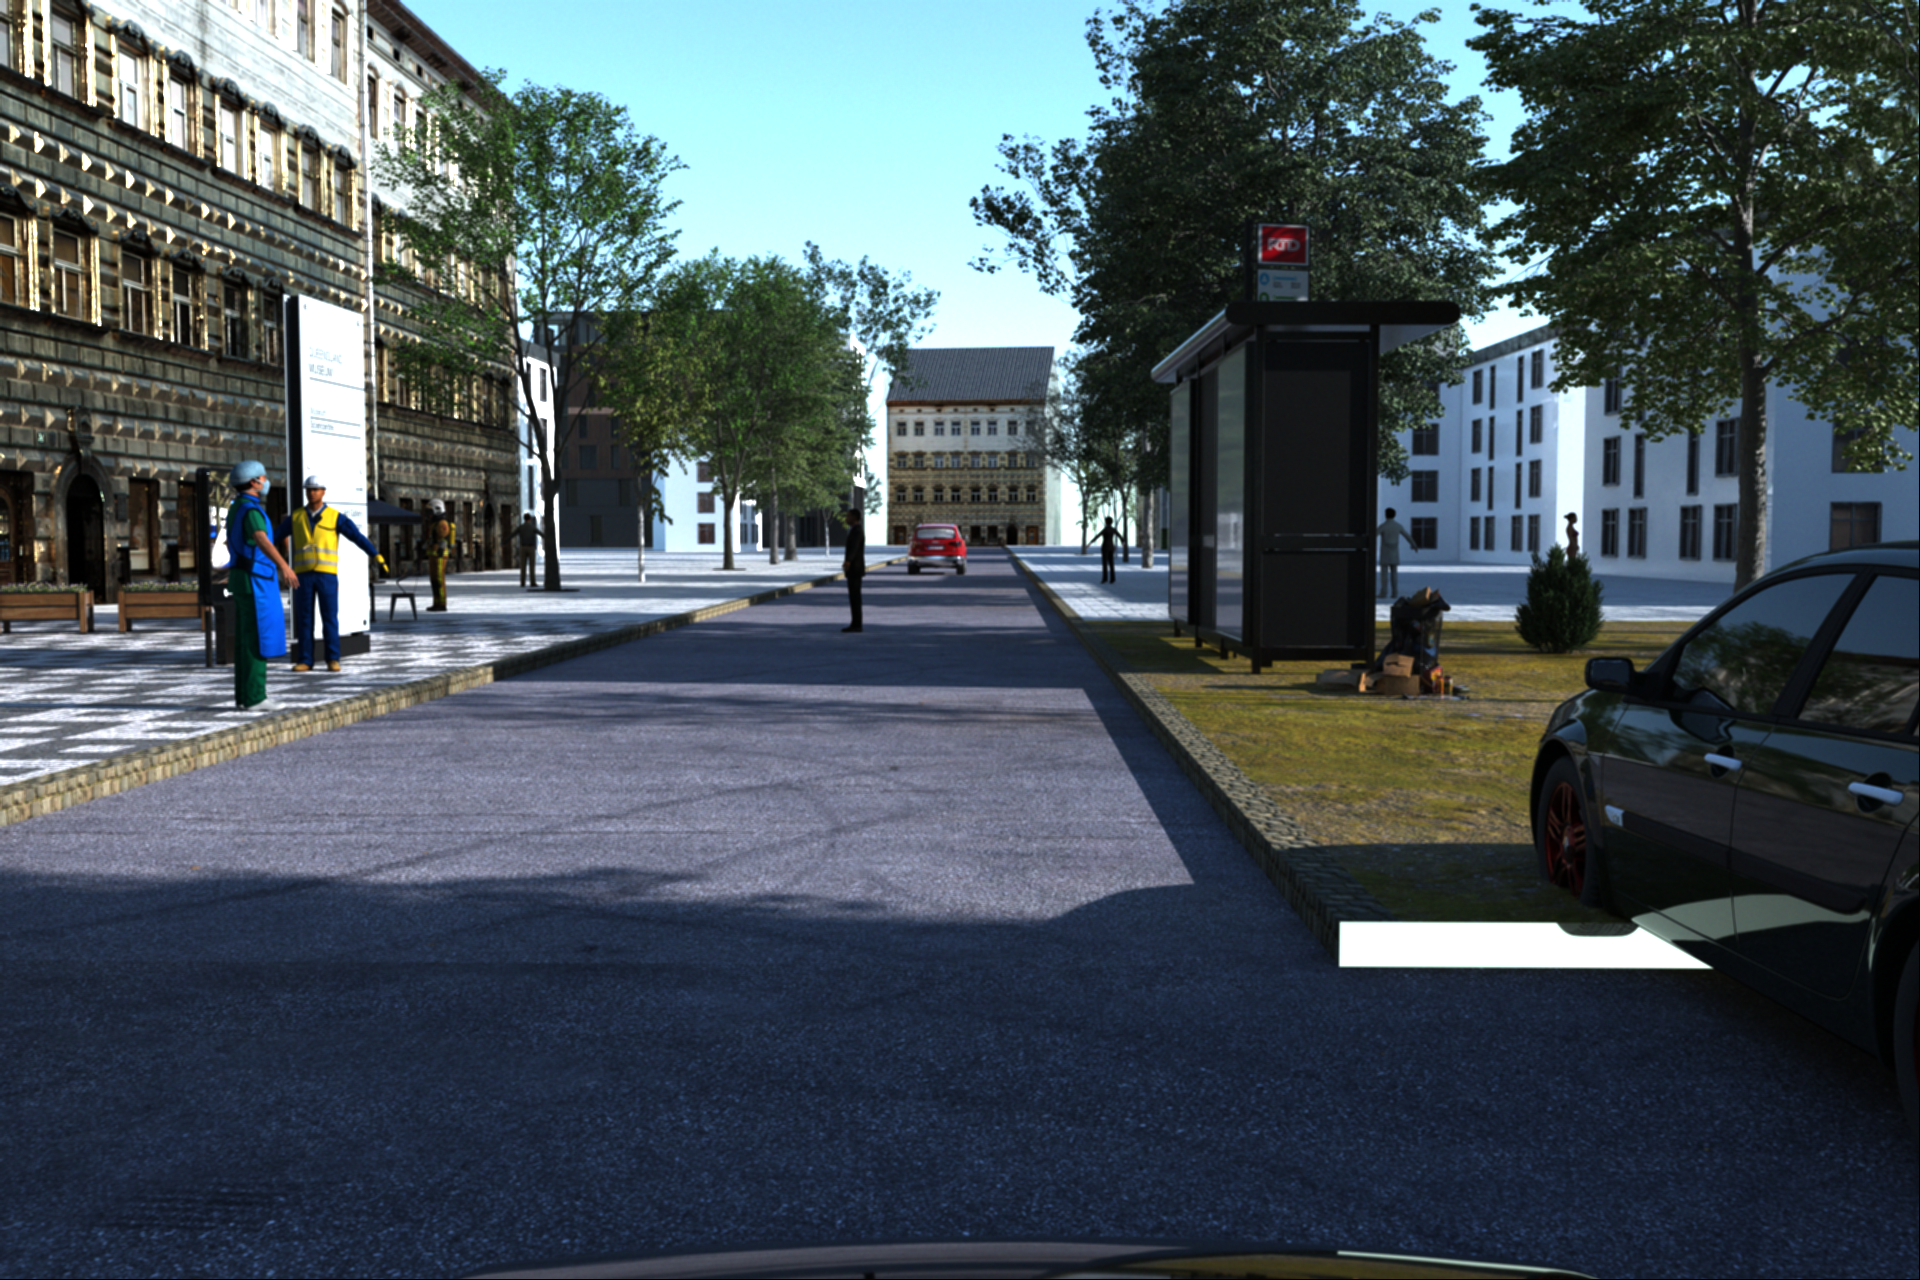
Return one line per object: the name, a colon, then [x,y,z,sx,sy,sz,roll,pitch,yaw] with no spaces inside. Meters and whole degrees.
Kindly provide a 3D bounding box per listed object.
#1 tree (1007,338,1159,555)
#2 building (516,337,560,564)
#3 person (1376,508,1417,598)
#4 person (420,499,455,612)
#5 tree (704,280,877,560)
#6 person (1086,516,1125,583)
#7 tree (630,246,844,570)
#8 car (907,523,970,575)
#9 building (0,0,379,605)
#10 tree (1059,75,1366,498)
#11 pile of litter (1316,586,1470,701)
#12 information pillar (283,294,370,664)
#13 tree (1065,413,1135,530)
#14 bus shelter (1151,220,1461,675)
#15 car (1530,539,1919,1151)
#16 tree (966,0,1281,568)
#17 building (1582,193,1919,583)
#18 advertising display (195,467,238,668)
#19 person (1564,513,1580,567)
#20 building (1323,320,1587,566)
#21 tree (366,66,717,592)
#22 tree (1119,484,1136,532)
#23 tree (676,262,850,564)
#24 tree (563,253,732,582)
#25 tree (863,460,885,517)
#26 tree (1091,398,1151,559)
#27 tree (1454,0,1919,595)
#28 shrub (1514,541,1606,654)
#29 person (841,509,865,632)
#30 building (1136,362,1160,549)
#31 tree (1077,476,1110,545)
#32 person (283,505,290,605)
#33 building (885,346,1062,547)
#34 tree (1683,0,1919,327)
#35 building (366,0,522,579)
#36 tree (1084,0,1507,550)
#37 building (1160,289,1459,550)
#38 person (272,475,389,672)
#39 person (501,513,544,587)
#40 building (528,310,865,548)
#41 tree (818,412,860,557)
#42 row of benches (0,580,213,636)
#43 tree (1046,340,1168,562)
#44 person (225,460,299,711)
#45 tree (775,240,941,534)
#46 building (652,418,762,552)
tree: [7.652,-11.917,105.215,12.009,13.543,11.850,0,3,0]
building: [-23.197,-8.488,80.919,9.099,9.664,28.070,0,4,1]
person: [8.614,-1.750,34.806,1.347,1.806,0.705,-1,4,-14]
person: [-8.690,-1.403,28.710,0.705,1.858,1.354,-2,4,-29]
tree: [-8.256,-10.872,84.415,9.857,13.997,8.962,0,3,0]
person: [3.807,-2.342,45.015,1.216,1.740,0.721,-2,4,-32]
tree: [-8.142,-8.299,61.448,9.928,11.665,9.643,0,3,0]
car: [-0.803,-3.296,62.569,2.281,1.827,5.304,0,4,1]
building: [-24.566,-12.511,35.476,19.493,23.208,18.063,0,4,1]
tree: [7.221,-8.630,47.758,9.857,13.997,8.962,0,3,0]
pile of litter: [3.526,-0.012,14.157,1.176,0.858,1.719,0,4,2]
information pillar: [-6.501,-1.622,17.828,0.184,3.620,1.656,0,4,2]
tree: [7.955,-8.855,95.136,4.737,8.622,4.395,0,3,0]
bus shelter: [3.453,-2.585,19.903,2.179,5.291,8.768,0,3,0]
car: [2.975,0.296,4.948,2.009,1.686,4.222,0,4,1]
tree: [5.825,-12.692,63.397,12.611,20.169,13.585,0,3,0]
building: [24.520,-6.144,42.596,9.099,9.664,28.070,0,4,1]
advertising display: [-7.205,-0.723,17.033,0.123,1.923,0.974,0,4,3]
person: [12.916,-1.807,36.344,0.721,1.733,1.217,1,4,21]
building: [24.413,-8.559,82.091,9.099,9.664,28.070,0,4,1]
tree: [-9.163,-6.897,38.516,9.928,11.665,9.643,0,3,0]
tree: [20.985,-15.314,200.746,4.360,8.622,3.978,0,3,0]
tree: [-8.228,-9.457,72.756,7.486,12.596,7.792,0,3,0]
tree: [-8.309,-5.866,46.270,4.737,8.622,4.395,0,3,0]
tree: [-11.993,-16.129,198.123,7.601,10.594,8.767,0,4,5]
tree: [7.722,-8.386,87.466,4.360,8.622,3.978,0,3,0]
tree: [9.924,-6.375,22.350,7.486,12.596,7.792,0,3,0]
shrub: [6.476,-0.465,18.715,1.383,1.207,1.383,0,3,0]
person: [-1.573,-1.022,25.387,0.704,1.802,1.346,0,4,0]
building: [26.351,-20.109,159.718,19.493,23.208,18.063,0,4,1]
tree: [16.118,-15.431,202.663,4.360,8.622,3.978,0,3,0]
person: [-12.103,-1.555,31.575,0.704,1.843,1.345,0,4,-5]
building: [2.038,-22.583,202.623,18.063,23.208,19.493,1,4,9]
tree: [8.165,-3.800,12.497,4.360,8.622,3.978,0,3,0]
building: [-25.537,-13.643,53.993,19.493,23.208,18.063,0,4,1]
tree: [7.003,-7.913,36.027,9.857,13.997,8.962,0,3,0]
building: [24.846,-16.118,129.979,16.747,18.905,31.486,0,4,2]
person: [-6.017,-0.625,16.180,1.349,1.833,0.705,0,4,-7]
person: [-10.527,-2.198,42.206,1.348,1.796,0.705,0,4,0]
building: [-24.983,-20.232,174.760,27.936,21.610,32.646,0,4,2]
tree: [-7.508,-8.998,97.479,4.737,8.622,4.395,0,3,0]
row of benches: [-11.706,-0.419,22.319,4.104,0.672,1.422,-1,4,-18]
tree: [7.687,-8.809,78.446,8.767,10.594,7.601,2,4,27]
person: [-5.137,-0.399,12.644,0.704,1.817,1.347,-3,4,-37]
tree: [-7.458,-15.641,111.620,12.611,20.169,13.585,0,3,0]
building: [-20.334,-12.036,138.944,9.099,9.664,28.070,0,4,1]
